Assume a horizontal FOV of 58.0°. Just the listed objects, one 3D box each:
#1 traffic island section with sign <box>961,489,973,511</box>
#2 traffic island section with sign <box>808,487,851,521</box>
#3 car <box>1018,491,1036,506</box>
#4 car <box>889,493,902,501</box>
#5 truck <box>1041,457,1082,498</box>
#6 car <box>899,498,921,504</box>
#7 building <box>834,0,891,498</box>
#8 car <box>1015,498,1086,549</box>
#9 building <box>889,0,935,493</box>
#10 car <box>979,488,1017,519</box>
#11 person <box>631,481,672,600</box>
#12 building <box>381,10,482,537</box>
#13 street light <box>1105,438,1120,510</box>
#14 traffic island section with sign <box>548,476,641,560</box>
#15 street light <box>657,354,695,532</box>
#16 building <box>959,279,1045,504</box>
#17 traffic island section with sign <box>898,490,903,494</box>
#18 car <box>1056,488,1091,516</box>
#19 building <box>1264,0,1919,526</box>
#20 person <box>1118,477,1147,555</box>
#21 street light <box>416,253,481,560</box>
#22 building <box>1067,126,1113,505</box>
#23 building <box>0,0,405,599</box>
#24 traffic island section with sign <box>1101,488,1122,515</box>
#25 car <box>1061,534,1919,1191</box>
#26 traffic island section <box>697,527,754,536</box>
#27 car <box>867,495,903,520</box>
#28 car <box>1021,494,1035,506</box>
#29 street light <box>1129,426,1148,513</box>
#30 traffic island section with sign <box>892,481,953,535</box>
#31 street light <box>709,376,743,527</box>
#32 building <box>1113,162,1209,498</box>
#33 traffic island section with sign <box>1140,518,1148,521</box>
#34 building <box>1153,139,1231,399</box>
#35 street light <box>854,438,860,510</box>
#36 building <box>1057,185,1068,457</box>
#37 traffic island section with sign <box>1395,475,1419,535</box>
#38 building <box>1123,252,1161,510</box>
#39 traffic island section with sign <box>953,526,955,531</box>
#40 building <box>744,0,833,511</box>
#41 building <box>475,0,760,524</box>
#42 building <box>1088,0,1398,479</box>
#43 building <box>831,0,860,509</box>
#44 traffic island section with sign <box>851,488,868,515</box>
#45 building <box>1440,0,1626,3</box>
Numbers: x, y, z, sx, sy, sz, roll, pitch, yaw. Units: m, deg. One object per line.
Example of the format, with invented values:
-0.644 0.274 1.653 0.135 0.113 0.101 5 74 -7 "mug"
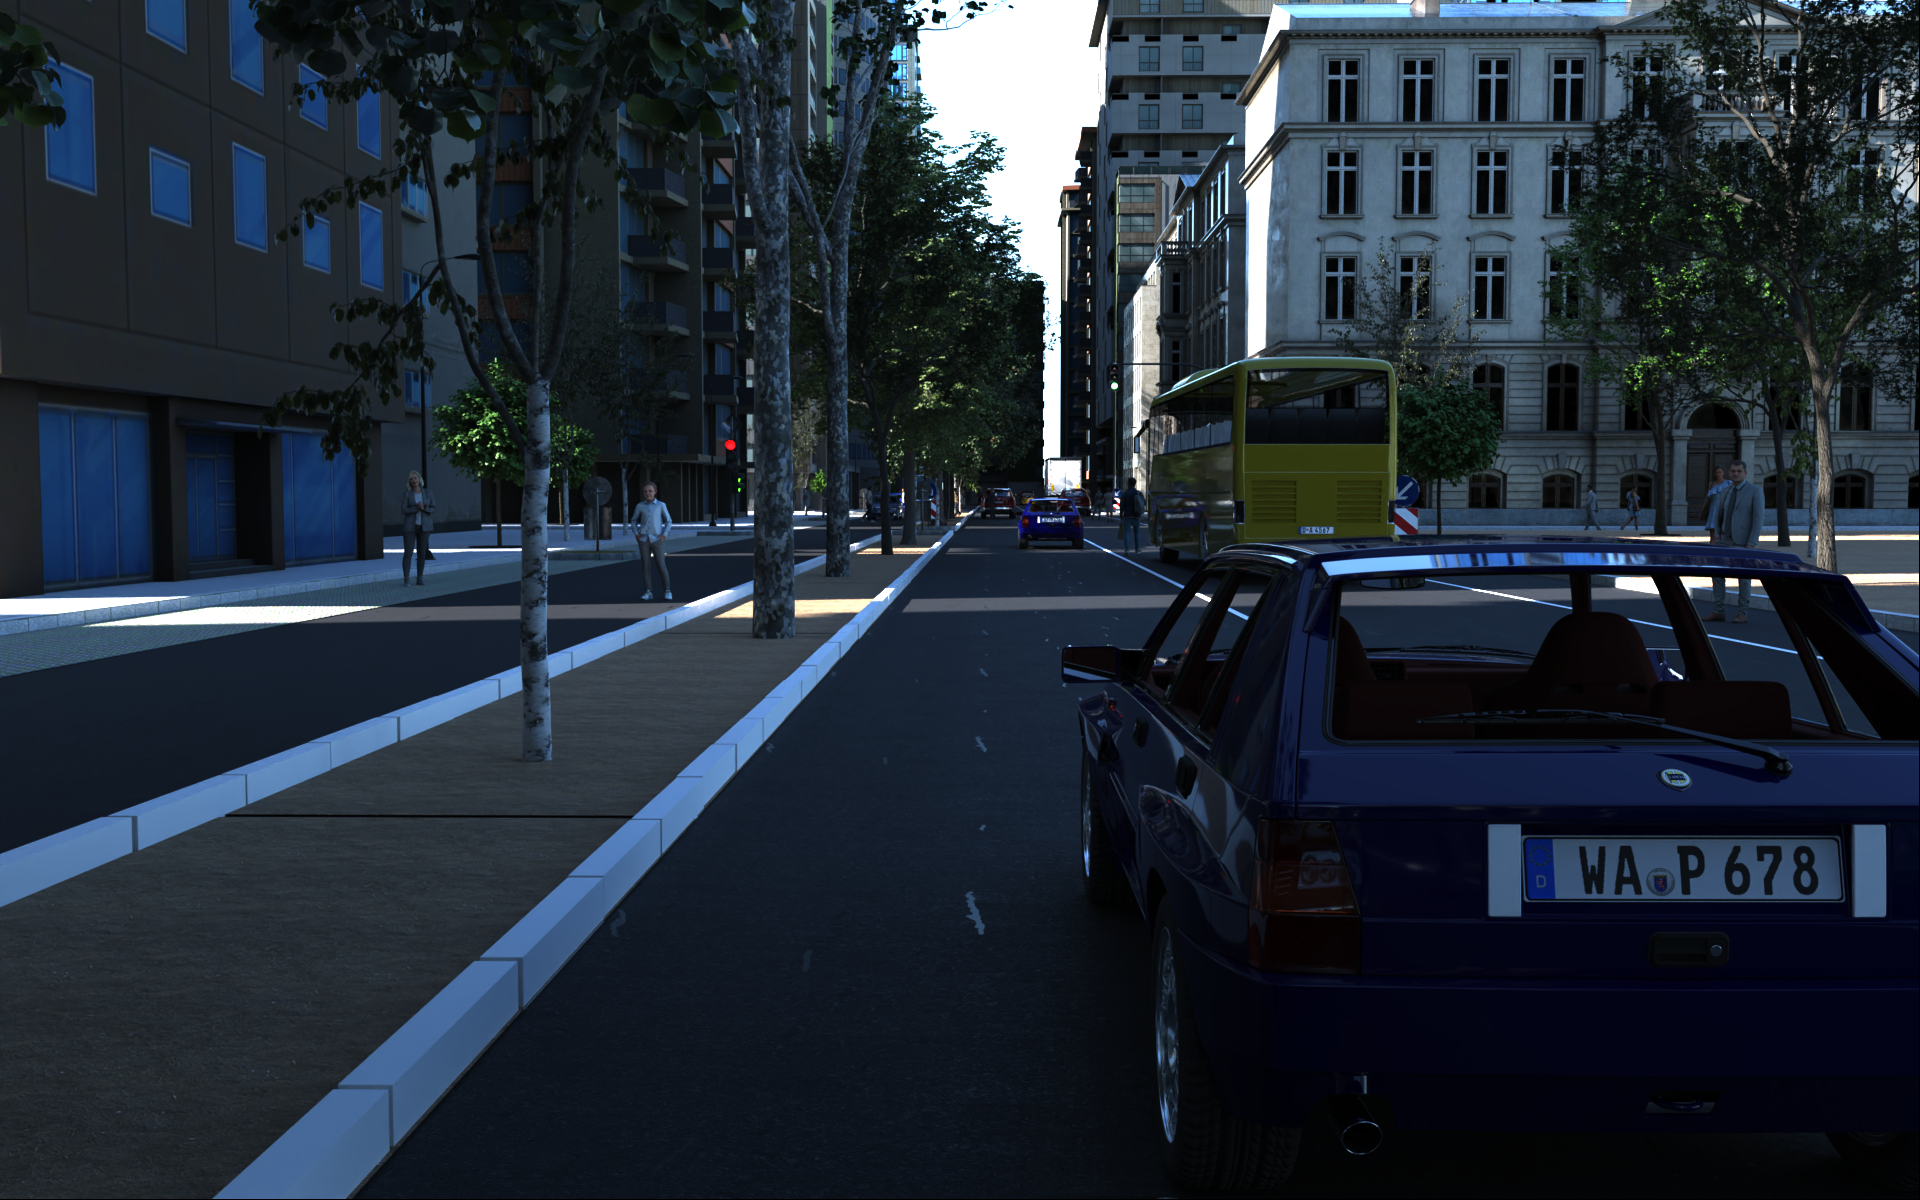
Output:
0.097 -8.257 143.141 2.006 1.907 1.989 0 4 1 "traffic island section with sign"
-7.067 -5.164 93.067 1.989 1.847 2.006 0 4 1 "traffic island section with sign"
8.315 -12.597 214.627 2.281 1.827 5.304 0 4 -1 "car"
-6.006 -9.302 161.674 1.945 1.707 3.694 0 4 0 "car"
8.023 -9.048 136.848 2.839 4.237 11.283 0 4 1 "truck"
-3.549 -7.377 130.202 1.945 1.707 3.694 0 4 3 "car"
-18.482 -38.897 177.958 21.231 58.520 28.212 0 4 1 "building"
2.433 -2.074 46.493 1.945 1.354 3.894 0 4 3 "car"
-18.278 -56.529 236.920 31.000 86.520 22.319 0 4 1 "building"
2.245 -5.736 102.464 2.281 1.827 5.304 0 4 0 "car"
-4.201 -0.810 23.555 0.589 1.601 0.330 1 4 10 "person"
-27.614 -26.035 49.366 21.600 48.544 21.300 0 4 1 "building"
12.660 -10.431 143.087 1.470 5.913 1.316 0 4 1 "street light"
-8.032 -1.801 38.079 1.989 1.847 2.006 0 4 1 "traffic island section with sign"
-9.475 -5.193 57.455 1.470 5.913 1.316 0 4 1 "street light"
4.323 -28.305 234.491 14.107 30.474 14.160 0 4 1 "building"
-5.722 -9.883 170.211 1.989 1.847 2.006 0 4 1 "traffic island section with sign"
7.389 -6.352 112.533 2.281 1.827 5.304 0 4 1 "car"
30.060 -15.586 73.919 34.723 24.649 14.460 0 4 1 "building"
3.993 -1.971 40.715 0.794 1.824 0.713 1 4 17 "person"
-9.879 -3.734 33.591 1.470 5.913 1.316 0 4 1 "street light"
24.680 -33.588 203.781 22.147 44.769 28.867 0 4 1 "building"
-18.140 -23.022 26.529 14.600 45.320 14.200 0 4 1 "building"
10.719 -6.794 119.707 1.989 1.847 2.006 0 4 1 "traffic island section with sign"
1.284 0.469 4.910 1.945 1.354 3.894 0 4 0 "car"
-7.965 -2.337 60.489 2.009 0.180 2.903 0 4 1 "traffic island section"
-4.175 -5.178 96.658 2.014 1.417 4.499 0 4 2 "car"
8.261 -12.081 207.747 2.015 1.641 3.980 0 4 2 "car"
12.276 -8.958 119.003 1.470 5.913 1.316 0 4 1 "street light"
-1.345 -3.209 60.607 2.006 1.907 1.989 0 4 1 "traffic island section with sign"
-9.254 -5.865 68.434 1.470 5.913 1.316 0 4 1 "street light"
20.642 -23.446 155.046 14.160 30.474 14.107 0 4 1 "building"
10.245 -5.145 92.756 1.989 1.847 2.006 0 4 1 "traffic island section with sign"
19.535 -17.691 108.339 14.460 24.649 34.723 0 4 1 "building"
-7.932 -10.273 140.498 1.470 5.913 1.316 0 4 1 "street light"
26.315 -35.607 236.806 28.867 44.769 22.147 0 4 1 "building"
9.268 -1.756 37.336 1.989 1.847 2.006 0 4 1 "traffic island section with sign"
18.568 -17.120 134.657 10.420 20.320 16.860 0 4 1 "building"
-1.206 -3.662 68.013 2.006 1.907 1.989 0 4 1 "traffic island section with sign"
-17.313 -27.463 132.618 14.154 41.232 14.086 0 4 1 "building"
-21.646 -26.475 87.491 22.147 44.769 28.867 0 4 1 "building"
28.026 -35.848 175.347 28.713 52.752 27.495 0 4 1 "building"
-19.494 -43.701 152.761 20.563 71.187 20.611 0 4 1 "building"
-6.601 -6.813 120.018 1.989 1.847 2.006 0 4 1 "traffic island section with sign"
67.950 -54.621 205.722 31.000 86.520 22.319 0 4 1 "building"
